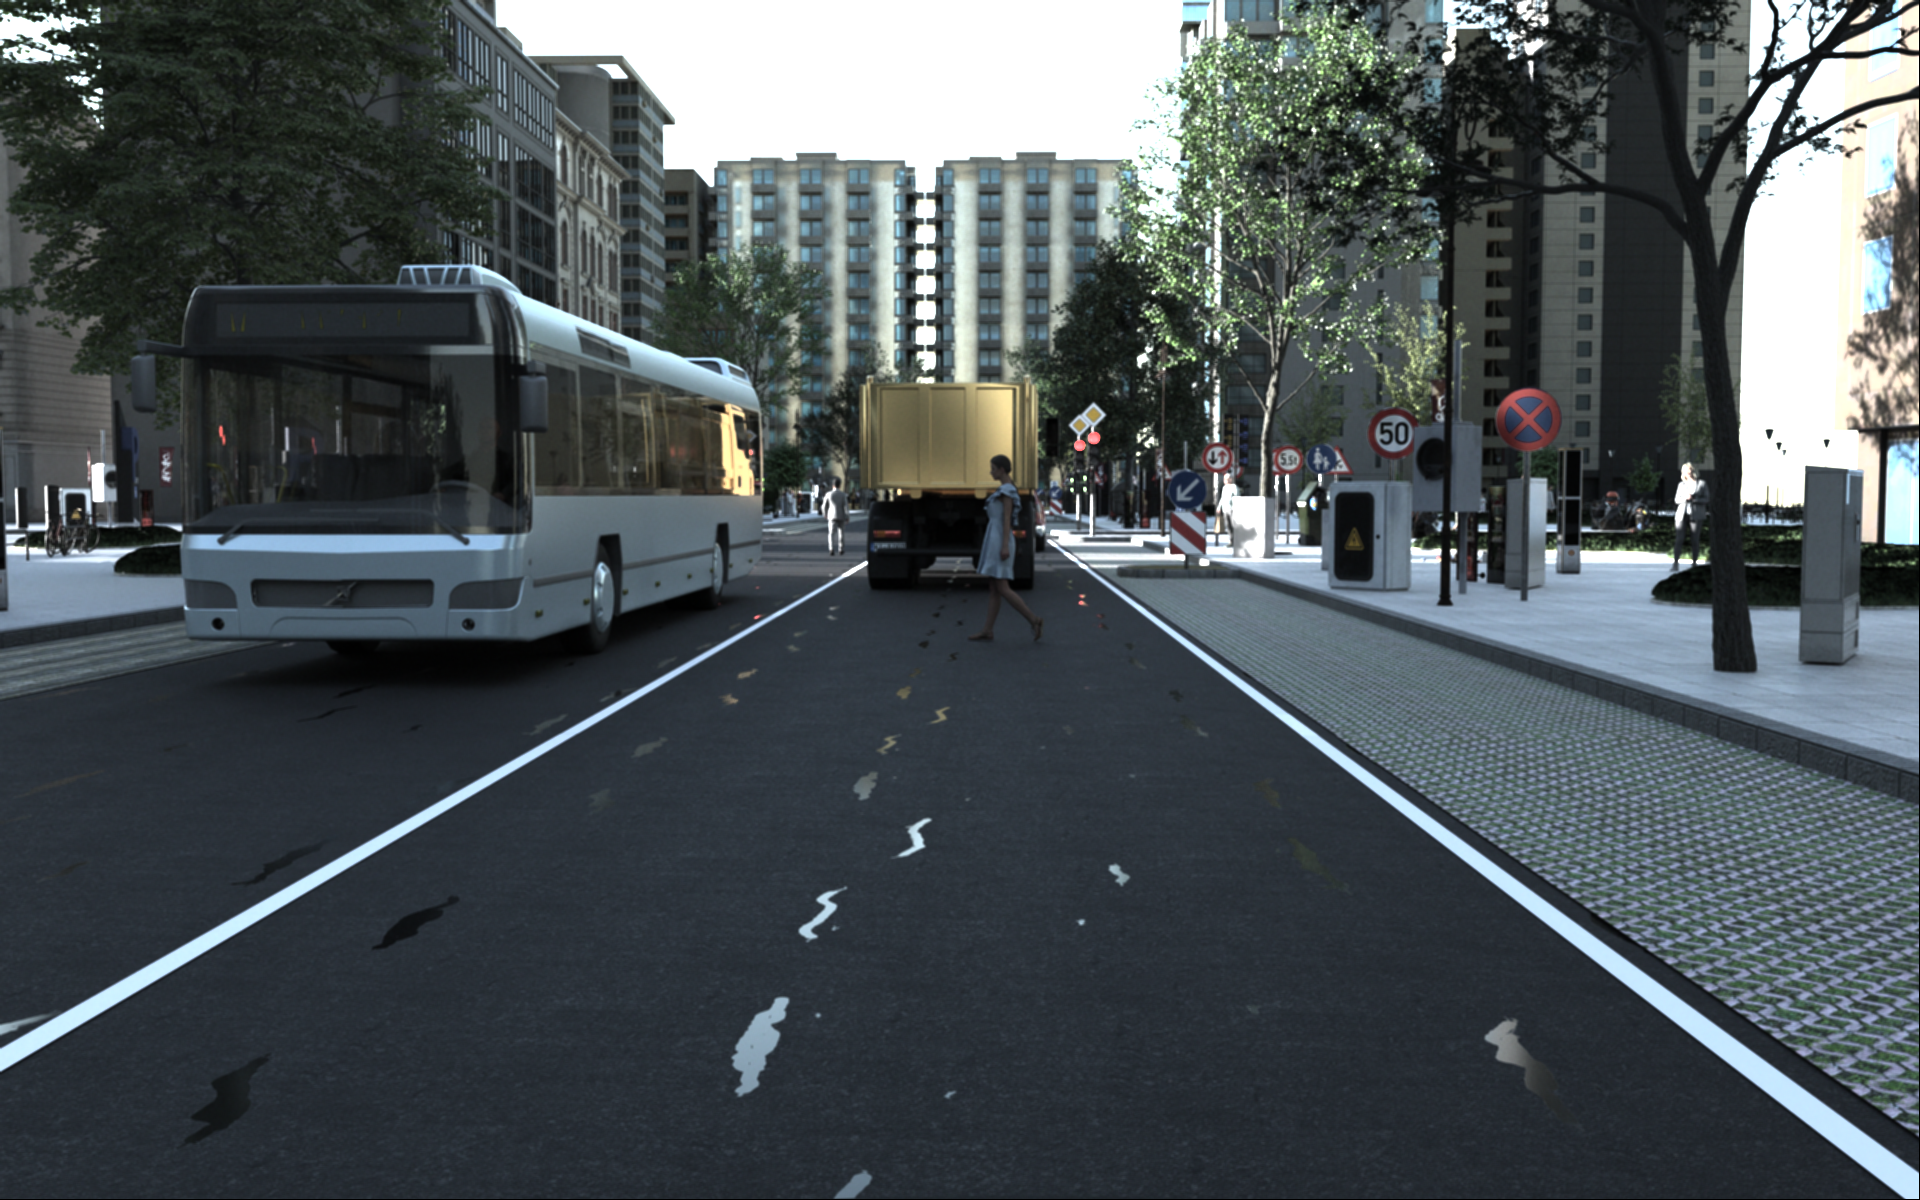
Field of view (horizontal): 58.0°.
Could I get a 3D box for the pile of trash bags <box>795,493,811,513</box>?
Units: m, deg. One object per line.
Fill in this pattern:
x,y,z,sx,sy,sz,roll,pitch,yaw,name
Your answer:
-10.910,-6.507,116.135,1.912,1.369,3.447,0,4,-1,pile of trash bags

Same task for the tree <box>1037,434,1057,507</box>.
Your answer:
8.116,-13.227,166.628,4.360,8.622,3.978,0,3,0,tree

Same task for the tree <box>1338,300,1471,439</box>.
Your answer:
17.240,-7.003,64.869,4.737,8.622,4.395,0,3,0,tree

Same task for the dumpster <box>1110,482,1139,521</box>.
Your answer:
7.831,-4.680,82.284,1.264,1.857,1.865,0,4,1,dumpster

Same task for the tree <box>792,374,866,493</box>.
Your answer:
-9.024,-12.261,134.884,8.767,10.594,7.601,0,4,-6,tree

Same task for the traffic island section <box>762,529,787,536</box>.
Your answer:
-7.225,-2.379,61.182,2.009,0.180,2.903,0,4,1,traffic island section

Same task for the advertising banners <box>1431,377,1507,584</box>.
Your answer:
7.484,-1.789,25.438,0.090,3.025,2.074,-1,4,-18,advertising banners

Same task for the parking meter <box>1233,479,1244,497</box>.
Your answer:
10.111,-3.508,63.066,0.255,1.863,0.399,-2,4,-32,parking meter

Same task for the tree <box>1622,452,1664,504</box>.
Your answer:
31.178,-5.144,78.714,1.663,3.219,1.824,0,3,0,tree

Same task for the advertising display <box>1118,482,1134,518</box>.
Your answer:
8.720,-5.256,91.154,0.974,1.923,0.123,-2,4,-31,advertising display

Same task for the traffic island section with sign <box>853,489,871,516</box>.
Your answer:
-6.109,-6.405,113.346,1.989,1.847,2.006,0,4,1,traffic island section with sign

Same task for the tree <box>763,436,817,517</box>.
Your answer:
-9.817,-6.997,98.114,4.285,4.588,4.351,0,3,0,tree

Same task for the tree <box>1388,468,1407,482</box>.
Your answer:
31.654,-8.018,125.688,1.663,3.219,1.824,0,3,0,tree

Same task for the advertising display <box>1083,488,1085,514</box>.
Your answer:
7.930,-6.163,105.971,0.123,1.923,0.974,-3,5,-41,advertising display

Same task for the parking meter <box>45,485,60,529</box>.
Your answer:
-26.042,-2.527,49.734,0.372,1.533,0.369,0,3,0,parking meter

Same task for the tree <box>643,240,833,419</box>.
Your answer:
-8.962,-8.815,69.888,9.928,11.665,9.643,0,3,0,tree

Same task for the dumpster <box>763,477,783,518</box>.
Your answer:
-10.183,-5.439,91.418,1.502,2.255,1.985,0,4,1,dumpster

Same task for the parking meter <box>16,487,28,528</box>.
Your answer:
-35.024,-3.440,64.657,0.372,1.533,0.369,0,3,0,parking meter

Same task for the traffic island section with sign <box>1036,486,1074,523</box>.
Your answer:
4.593,-4.708,85.606,1.989,1.847,2.006,0,4,1,traffic island section with sign

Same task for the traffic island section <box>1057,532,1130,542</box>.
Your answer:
4.093,-1.880,53.019,2.009,0.180,2.903,0,4,1,traffic island section

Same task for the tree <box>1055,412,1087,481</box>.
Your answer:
8.261,-10.280,118.438,4.737,8.622,4.395,0,3,0,tree

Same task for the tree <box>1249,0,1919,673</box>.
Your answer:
5.578,-4.782,12.601,8.767,10.594,7.601,-1,4,-12,tree

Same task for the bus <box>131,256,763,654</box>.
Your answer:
-4.334,-1.437,18.354,2.948,3.499,13.247,0,4,2,bus

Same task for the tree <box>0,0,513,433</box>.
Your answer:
-10.537,-6.564,25.441,7.486,12.596,7.792,0,3,0,tree

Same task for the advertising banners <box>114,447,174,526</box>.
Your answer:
-30.150,-4.151,64.052,2.074,3.025,0.090,-2,4,-27,advertising banners

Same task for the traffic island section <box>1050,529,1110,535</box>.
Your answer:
4.215,-2.368,61.004,2.009,0.180,2.903,0,4,1,traffic island section

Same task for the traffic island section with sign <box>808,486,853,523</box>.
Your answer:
-6.522,-4.756,86.394,1.989,1.847,2.006,0,4,1,traffic island section with sign

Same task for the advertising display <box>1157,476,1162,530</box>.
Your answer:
7.278,-3.511,62.620,0.123,1.923,0.974,1,4,15,advertising display

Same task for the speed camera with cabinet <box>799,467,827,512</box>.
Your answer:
-10.715,-8.038,125.759,2.038,3.252,0.660,-2,4,-24,speed camera with cabinet

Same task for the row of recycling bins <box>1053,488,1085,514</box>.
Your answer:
8.826,-7.581,131.058,3.534,1.692,1.069,0,4,8,row of recycling bins

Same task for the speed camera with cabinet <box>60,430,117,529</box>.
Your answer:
-26.592,-3.573,52.759,0.660,3.252,2.038,2,4,31,speed camera with cabinet

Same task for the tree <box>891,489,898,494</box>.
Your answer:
-7.466,-12.577,200.235,1.663,3.219,1.824,0,3,0,tree

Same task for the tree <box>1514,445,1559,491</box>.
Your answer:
35.324,-7.417,104.985,4.285,4.588,4.351,0,3,0,tree

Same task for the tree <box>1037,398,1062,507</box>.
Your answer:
8.914,-16.336,177.464,12.009,13.543,11.850,0,3,0,tree

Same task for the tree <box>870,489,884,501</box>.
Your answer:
-7.852,-13.710,174.515,4.737,8.622,4.395,0,3,0,tree

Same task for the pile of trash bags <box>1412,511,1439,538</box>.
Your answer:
13.041,-2.526,51.060,1.912,1.369,3.447,0,4,6,pile of trash bags

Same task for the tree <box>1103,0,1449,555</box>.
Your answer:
6.638,-6.778,36.573,9.928,11.665,9.643,0,3,0,tree

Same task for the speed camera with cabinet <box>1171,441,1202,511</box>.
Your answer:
8.550,-4.344,65.365,0.660,3.252,2.038,2,4,27,speed camera with cabinet

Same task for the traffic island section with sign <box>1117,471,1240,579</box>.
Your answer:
3.760,-1.314,30.113,1.989,1.847,2.006,0,4,1,traffic island section with sign

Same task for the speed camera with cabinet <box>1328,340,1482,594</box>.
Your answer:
5.818,-1.738,22.758,0.660,3.252,2.038,-3,4,-38,speed camera with cabinet

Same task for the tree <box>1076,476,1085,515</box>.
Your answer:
7.796,-6.987,108.843,1.663,3.219,1.824,0,3,0,tree

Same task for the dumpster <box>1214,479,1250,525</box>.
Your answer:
10.507,-3.729,66.727,1.264,1.857,1.865,0,4,1,dumpster

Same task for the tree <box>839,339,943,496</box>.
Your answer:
-9.262,-21.841,212.986,12.611,20.169,13.585,0,3,0,tree

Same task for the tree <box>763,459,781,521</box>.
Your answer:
-9.505,-5.413,83.107,1.663,3.219,1.824,0,3,0,tree

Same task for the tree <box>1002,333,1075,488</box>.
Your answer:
9.437,-21.169,202.009,12.611,20.169,13.585,0,3,0,tree

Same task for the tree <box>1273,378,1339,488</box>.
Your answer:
21.836,-9.701,108.967,4.360,8.622,3.978,0,3,0,tree

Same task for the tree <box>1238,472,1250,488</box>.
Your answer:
21.124,-8.338,130.934,1.663,3.219,1.824,0,3,0,tree

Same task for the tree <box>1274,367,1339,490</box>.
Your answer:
20.483,-9.160,100.133,4.737,8.622,4.395,0,3,0,tree

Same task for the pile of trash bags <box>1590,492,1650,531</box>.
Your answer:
23.478,-3.183,61.792,1.912,1.369,3.447,1,4,11,pile of trash bags

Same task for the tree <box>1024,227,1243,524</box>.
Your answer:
7.320,-9.632,74.498,9.611,12.733,9.660,0,3,0,tree

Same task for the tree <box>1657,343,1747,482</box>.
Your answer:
36.213,-8.245,85.164,4.737,8.622,4.395,0,3,0,tree

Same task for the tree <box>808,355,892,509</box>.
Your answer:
-8.551,-14.725,151.118,12.009,13.543,11.850,0,3,0,tree
